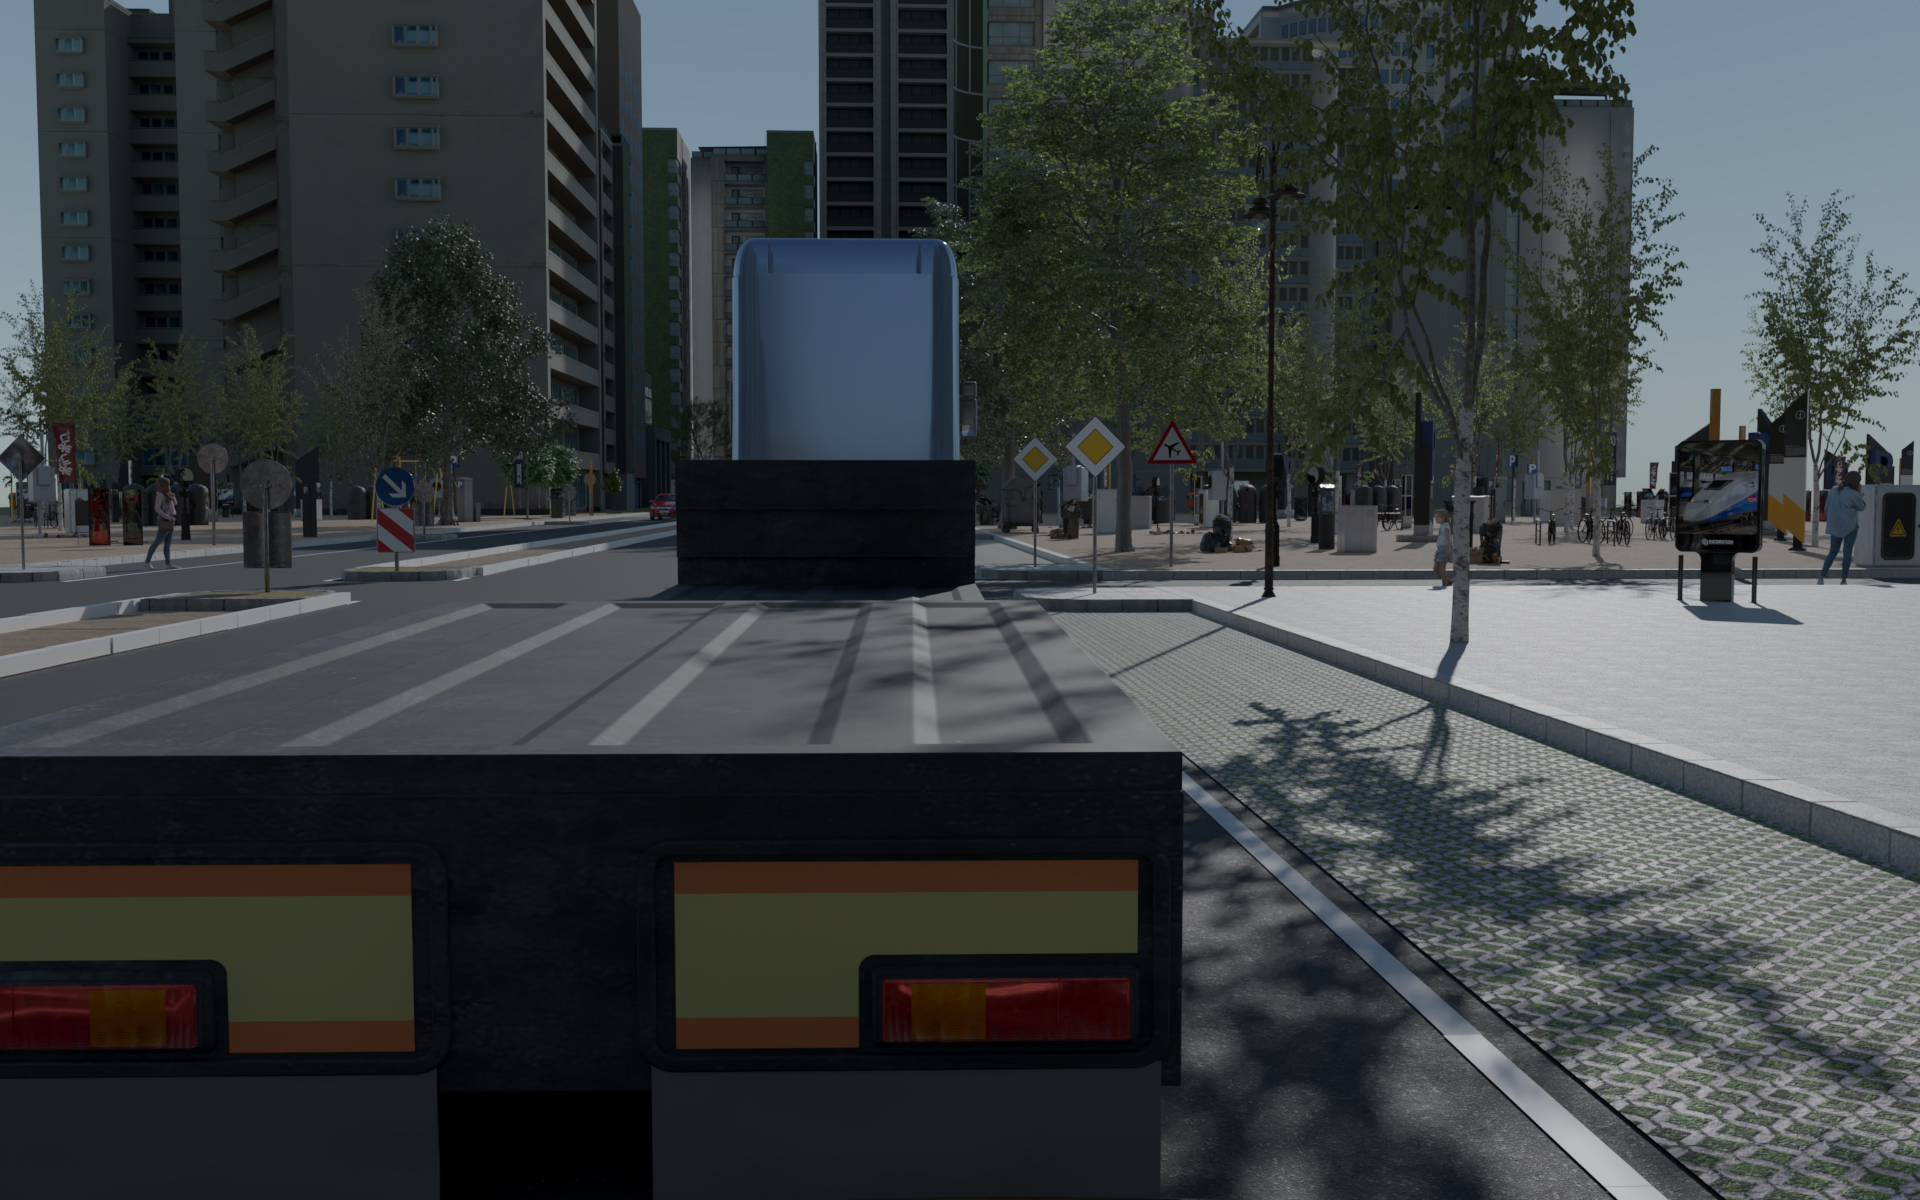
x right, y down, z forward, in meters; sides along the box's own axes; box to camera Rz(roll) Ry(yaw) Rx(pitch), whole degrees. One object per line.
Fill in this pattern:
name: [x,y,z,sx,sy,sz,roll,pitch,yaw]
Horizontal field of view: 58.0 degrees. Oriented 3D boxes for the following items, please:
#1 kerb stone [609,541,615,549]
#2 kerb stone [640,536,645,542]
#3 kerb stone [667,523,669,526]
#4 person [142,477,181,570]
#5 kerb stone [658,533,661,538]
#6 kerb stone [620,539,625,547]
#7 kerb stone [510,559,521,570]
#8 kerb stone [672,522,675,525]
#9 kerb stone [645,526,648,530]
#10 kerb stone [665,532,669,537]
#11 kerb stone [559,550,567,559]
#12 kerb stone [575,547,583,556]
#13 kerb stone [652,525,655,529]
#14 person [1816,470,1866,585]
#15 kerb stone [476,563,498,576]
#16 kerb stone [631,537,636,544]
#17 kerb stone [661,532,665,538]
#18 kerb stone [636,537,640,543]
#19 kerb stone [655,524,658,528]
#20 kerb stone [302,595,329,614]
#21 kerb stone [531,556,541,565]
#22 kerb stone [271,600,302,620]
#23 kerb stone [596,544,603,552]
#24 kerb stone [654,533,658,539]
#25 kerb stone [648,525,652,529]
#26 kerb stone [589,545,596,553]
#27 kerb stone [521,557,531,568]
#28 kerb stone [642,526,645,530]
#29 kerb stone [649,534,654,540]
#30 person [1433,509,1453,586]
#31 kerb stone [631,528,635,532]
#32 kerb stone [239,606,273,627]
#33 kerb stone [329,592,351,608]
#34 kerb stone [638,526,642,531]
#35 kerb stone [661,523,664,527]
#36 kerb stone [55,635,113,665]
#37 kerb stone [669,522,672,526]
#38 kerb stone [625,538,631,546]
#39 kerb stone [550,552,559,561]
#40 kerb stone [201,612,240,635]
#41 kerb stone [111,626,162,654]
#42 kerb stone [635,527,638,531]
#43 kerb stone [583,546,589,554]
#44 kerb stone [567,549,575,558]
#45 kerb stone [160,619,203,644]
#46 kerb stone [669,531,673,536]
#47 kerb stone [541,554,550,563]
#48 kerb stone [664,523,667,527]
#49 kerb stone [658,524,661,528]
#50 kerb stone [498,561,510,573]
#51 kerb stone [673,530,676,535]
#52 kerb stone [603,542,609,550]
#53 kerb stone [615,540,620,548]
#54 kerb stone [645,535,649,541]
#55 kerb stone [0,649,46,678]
kerb stone: [-9.218,-1.407,45.202,0.120,0.150,1.000,0,4,-3]
kerb stone: [-9.540,-1.784,51.358,0.120,0.150,1.000,0,4,-3]
kerb stone: [-12.945,-3.279,75.800,0.120,0.150,1.000,0,4,-3]
person: [-15.185,-1.456,32.893,0.643,1.750,0.593,-1,4,-16]
kerb stone: [-9.763,-2.034,55.446,0.120,0.150,1.000,0,4,-3]
kerb stone: [-9.332,-1.532,47.246,0.120,0.150,1.000,0,4,-3]
kerb stone: [-8.564,-0.656,32.923,0.120,0.150,1.000,0,4,-3]
kerb stone: [-13.054,-3.404,77.846,0.120,0.150,1.000,0,4,-3]
kerb stone: [-12.572,-2.839,68.634,0.120,0.150,1.000,0,4,-3]
kerb stone: [-9.868,-2.157,57.512,0.120,0.150,1.000,0,4,-3]
kerb stone: [-8.843,-0.969,38.039,0.120,0.150,1.000,0,4,-3]
kerb stone: [-8.941,-1.095,40.094,0.120,0.150,1.000,0,4,-3]
kerb stone: [-12.676,-2.963,70.677,0.120,0.150,1.000,0,4,-3]
person: [13.570,-1.096,26.689,0.793,1.790,0.793,2,4,27]
kerb stone: [-8.447,-0.531,30.870,0.120,0.150,1.000,0,4,-3]
kerb stone: [-9.437,-1.658,49.311,0.120,0.150,1.000,0,4,-3]
kerb stone: [-9.818,-2.097,56.477,0.120,0.150,1.000,0,4,-3]
kerb stone: [-9.493,-1.717,50.332,0.120,0.150,1.000,0,4,-3]
kerb stone: [-12.734,-3.021,71.698,0.120,0.150,1.000,0,4,-3]
kerb stone: [-7.934,0.067,21.104,0.120,0.150,1.000,0,4,-3]
kerb stone: [-8.667,-0.781,34.965,0.120,0.150,1.000,0,4,-3]
kerb stone: [-7.881,0.130,20.078,0.120,0.150,1.000,0,4,-3]
kerb stone: [-9.098,-1.282,43.161,0.120,0.150,1.000,0,4,-3]
kerb stone: [-9.702,-1.971,54.425,0.120,0.150,1.000,0,4,-3]
kerb stone: [-12.614,-2.903,69.655,0.120,0.150,1.000,0,4,-3]
kerb stone: [-9.054,-1.215,42.137,0.120,0.150,1.000,0,4,-3]
kerb stone: [-8.622,-0.719,33.944,0.120,0.150,1.000,0,4,-3]
kerb stone: [-12.513,-2.778,67.613,0.120,0.150,1.000,0,4,-3]
kerb stone: [-9.652,-1.907,53.405,0.120,0.150,1.000,0,4,-3]
person: [6.995,-0.693,24.839,0.382,1.210,0.505,0,4,2]
kerb stone: [-12.342,-2.585,64.537,0.120,0.150,1.000,0,4,-3]
kerb stone: [-7.825,0.192,19.057,0.120,0.150,1.000,0,4,-3]
kerb stone: [-7.994,0.006,22.124,0.120,0.150,1.000,0,4,-3]
kerb stone: [-12.454,-2.711,66.593,0.120,0.150,1.000,0,4,-3]
kerb stone: [-12.841,-3.153,73.751,0.120,0.150,1.000,0,4,-3]
kerb stone: [-7.618,0.443,14.956,0.120,0.150,1.000,0,4,-3]
kerb stone: [-13.006,-3.334,76.825,0.120,0.150,1.000,0,4,-3]
kerb stone: [-9.376,-1.595,48.278,0.120,0.150,1.000,0,4,-3]
kerb stone: [-8.774,-0.906,37.010,0.120,0.150,1.000,0,4,-3]
kerb stone: [-7.771,0.255,18.037,0.120,0.150,1.000,0,4,-3]
kerb stone: [-7.659,0.380,15.985,0.120,0.150,1.000,0,4,-3]
kerb stone: [-12.400,-2.653,65.566,0.120,0.150,1.000,0,4,-3]
kerb stone: [-8.999,-1.157,41.116,0.120,0.150,1.000,0,4,-3]
kerb stone: [-8.896,-1.027,39.063,0.120,0.150,1.000,0,4,-3]
kerb stone: [-7.717,0.317,17.012,0.120,0.150,1.000,0,4,-3]
kerb stone: [-9.918,-2.223,58.533,0.120,0.150,1.000,0,4,-3]
kerb stone: [-8.718,-0.835,35.990,0.120,0.150,1.000,0,4,-3]
kerb stone: [-12.892,-3.216,74.772,0.120,0.150,1.000,0,4,-3]
kerb stone: [-12.783,-3.085,72.727,0.120,0.150,1.000,0,4,-3]
kerb stone: [-8.504,-0.590,31.891,0.120,0.150,1.000,0,4,-3]
kerb stone: [-9.976,-2.276,59.555,0.120,0.150,1.000,0,4,-3]
kerb stone: [-9.158,-1.343,44.182,0.120,0.150,1.000,0,4,-3]
kerb stone: [-9.272,-1.470,46.226,0.120,0.150,1.000,0,4,-3]
kerb stone: [-9.596,-1.844,52.384,0.120,0.150,1.000,0,4,-3]
kerb stone: [-7.554,0.508,13.936,0.120,0.150,1.000,0,4,-3]
